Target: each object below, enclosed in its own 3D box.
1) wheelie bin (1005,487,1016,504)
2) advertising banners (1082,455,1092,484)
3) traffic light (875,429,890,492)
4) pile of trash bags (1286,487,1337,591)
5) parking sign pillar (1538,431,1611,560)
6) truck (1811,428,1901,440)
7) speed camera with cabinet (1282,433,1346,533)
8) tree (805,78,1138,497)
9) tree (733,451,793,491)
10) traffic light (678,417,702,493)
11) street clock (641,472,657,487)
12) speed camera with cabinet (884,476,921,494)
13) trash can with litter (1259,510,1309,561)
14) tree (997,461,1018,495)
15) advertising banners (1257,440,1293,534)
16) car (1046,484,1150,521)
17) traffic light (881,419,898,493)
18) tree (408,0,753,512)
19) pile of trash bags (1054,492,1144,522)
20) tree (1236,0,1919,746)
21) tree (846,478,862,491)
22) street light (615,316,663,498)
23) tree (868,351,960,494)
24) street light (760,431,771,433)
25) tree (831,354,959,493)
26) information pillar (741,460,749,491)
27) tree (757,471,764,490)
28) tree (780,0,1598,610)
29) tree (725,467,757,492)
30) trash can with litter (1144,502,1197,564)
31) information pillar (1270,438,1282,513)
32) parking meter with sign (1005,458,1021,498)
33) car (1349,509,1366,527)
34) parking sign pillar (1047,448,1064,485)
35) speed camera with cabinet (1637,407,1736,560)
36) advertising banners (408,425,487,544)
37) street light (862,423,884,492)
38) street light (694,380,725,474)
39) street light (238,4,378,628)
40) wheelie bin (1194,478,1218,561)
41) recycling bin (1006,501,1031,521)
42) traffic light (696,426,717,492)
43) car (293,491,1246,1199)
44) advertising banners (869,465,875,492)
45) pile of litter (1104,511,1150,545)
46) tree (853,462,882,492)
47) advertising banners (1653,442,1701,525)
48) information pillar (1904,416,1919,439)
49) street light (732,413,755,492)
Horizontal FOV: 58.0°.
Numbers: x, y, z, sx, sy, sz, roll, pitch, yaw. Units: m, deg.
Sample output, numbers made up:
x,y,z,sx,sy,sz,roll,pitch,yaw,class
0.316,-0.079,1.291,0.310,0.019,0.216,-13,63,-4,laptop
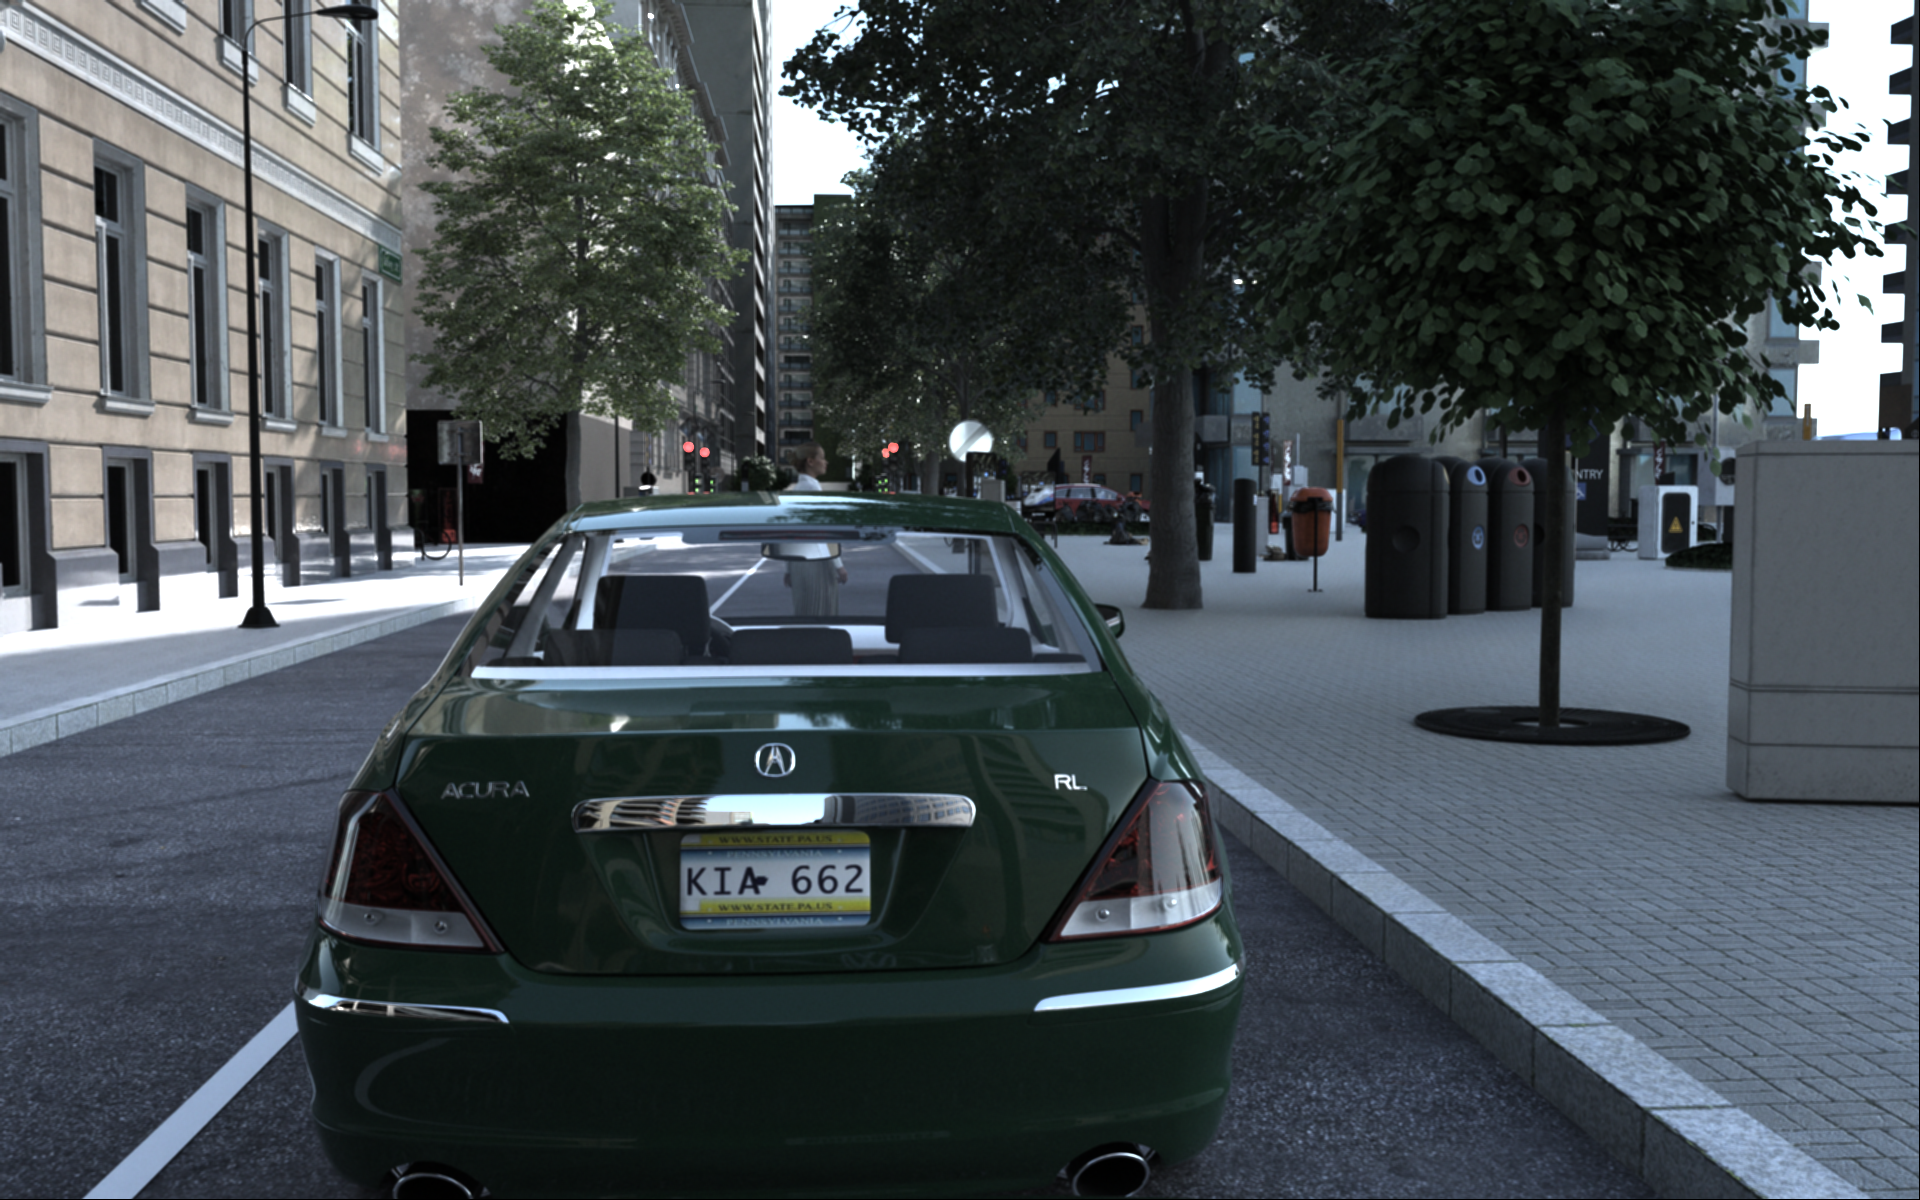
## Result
x,y,z,sx,sy,sz,roll,pitch,yaw,class
2.862,-5.629,99.942,0.980,1.594,0.693,3,5,45,wheelie bin
5.086,-5.034,78.490,2.074,3.025,0.090,2,4,35,advertising banners
-3.068,-5.050,71.484,0.839,4.253,0.868,0,4,-4,traffic light
6.082,-0.818,23.119,3.447,1.369,1.912,0,4,-3,pile of trash bags
12.101,-2.794,34.159,1.447,3.967,1.447,0,4,-4,parking sign pillar
43.740,-5.013,71.722,18.799,4.110,2.967,0,4,-4,truck
11.625,-3.826,56.889,2.038,3.252,0.660,-1,4,-14,speed camera with cabinet
0.305,-6.293,37.306,7.601,10.594,8.767,-1,4,-16,tree
-15.377,-8.971,130.397,4.285,4.588,4.351,0,3,0,tree
-9.813,-4.528,62.959,0.839,4.253,0.868,0,4,-4,traffic light
-10.195,-3.193,56.777,0.471,2.002,0.358,1,4,8,street clock
-3.073,-5.904,90.858,2.038,3.252,0.660,0,4,-8,speed camera with cabinet
6.329,-1.342,33.321,1.055,1.170,0.624,-2,4,-25,trash can with litter
2.498,-5.871,90.600,1.663,3.219,1.824,0,3,0,tree
10.033,-3.622,55.407,2.074,3.025,0.090,-3,5,-43,advertising banners
5.300,-3.588,67.331,5.304,1.827,2.281,0,4,-3,car
-2.473,-4.563,63.521,0.839,4.253,0.868,0,4,-4,traffic light
-8.431,-7.420,39.440,7.486,12.596,7.792,0,3,0,tree
5.142,-3.223,62.443,3.447,1.369,1.912,-2,4,-32,pile of trash bags
3.285,-1.566,9.315,4.285,4.588,4.351,0,3,0,tree
-12.732,-13.105,208.864,1.663,3.219,1.824,0,3,0,tree
-8.410,-4.444,45.195,1.470,5.913,1.316,0,4,-4,street light
-2.569,-8.001,81.181,4.360,8.622,3.978,0,3,0,tree
-14.588,-9.479,127.529,1.470,5.913,1.316,0,4,-4,street light
-3.473,-10.870,95.849,7.486,12.596,7.792,0,3,0,tree
-14.635,-7.746,117.996,0.504,3.616,0.183,0,4,3,information pillar
-15.040,-7.943,124.470,1.663,3.219,1.824,0,3,0,tree
2.511,-6.876,19.082,9.857,13.997,8.962,0,3,0,tree
-15.572,-7.785,121.889,1.663,3.219,1.824,0,3,0,tree
3.801,-1.235,31.574,0.624,1.170,1.055,-3,5,-41,trash can with litter
13.086,-4.918,71.764,0.504,3.616,0.183,0,4,-1,information pillar
2.790,-4.693,72.997,1.738,3.016,0.543,0,4,5,parking meter with sign
17.481,-3.428,68.626,3.894,1.354,1.945,0,4,-4,car
5.606,-6.912,101.481,1.447,3.967,1.447,-2,4,-26,parking sign pillar
14.397,-2.431,34.079,2.038,3.252,0.660,-1,4,-17,speed camera with cabinet
-13.076,-2.931,44.117,2.074,3.025,0.090,0,4,-5,advertising banners
-4.518,-7.140,89.278,1.470,5.913,1.316,0,4,-4,street light
-10.292,-6.011,70.821,1.470,5.913,1.316,0,4,-4,street light
-6.223,-2.693,16.566,1.470,5.913,1.316,0,4,-4,street light
4.625,-1.571,33.589,0.693,1.594,0.980,1,4,15,wheelie bin
2.112,-3.025,62.007,0.722,1.027,0.722,-2,4,-34,recycling bin
-10.408,-5.015,70.922,0.839,4.253,0.868,0,4,-4,traffic light
-0.470,0.409,5.111,2.131,1.459,4.920,0,4,-4,car
-5.312,-6.526,102.887,0.090,3.025,2.074,-1,4,-16,advertising banners
4.252,-1.844,44.113,1.176,0.858,1.719,0,4,3,pile of litter
-6.738,-9.418,137.700,4.285,4.588,4.351,0,3,0,tree
23.514,-3.713,56.889,0.090,3.025,2.074,-1,4,-22,advertising banners
28.356,-3.683,51.575,0.183,3.616,0.504,-2,4,-32,information pillar
-12.470,-7.740,99.095,1.470,5.913,1.316,0,4,-4,street light
